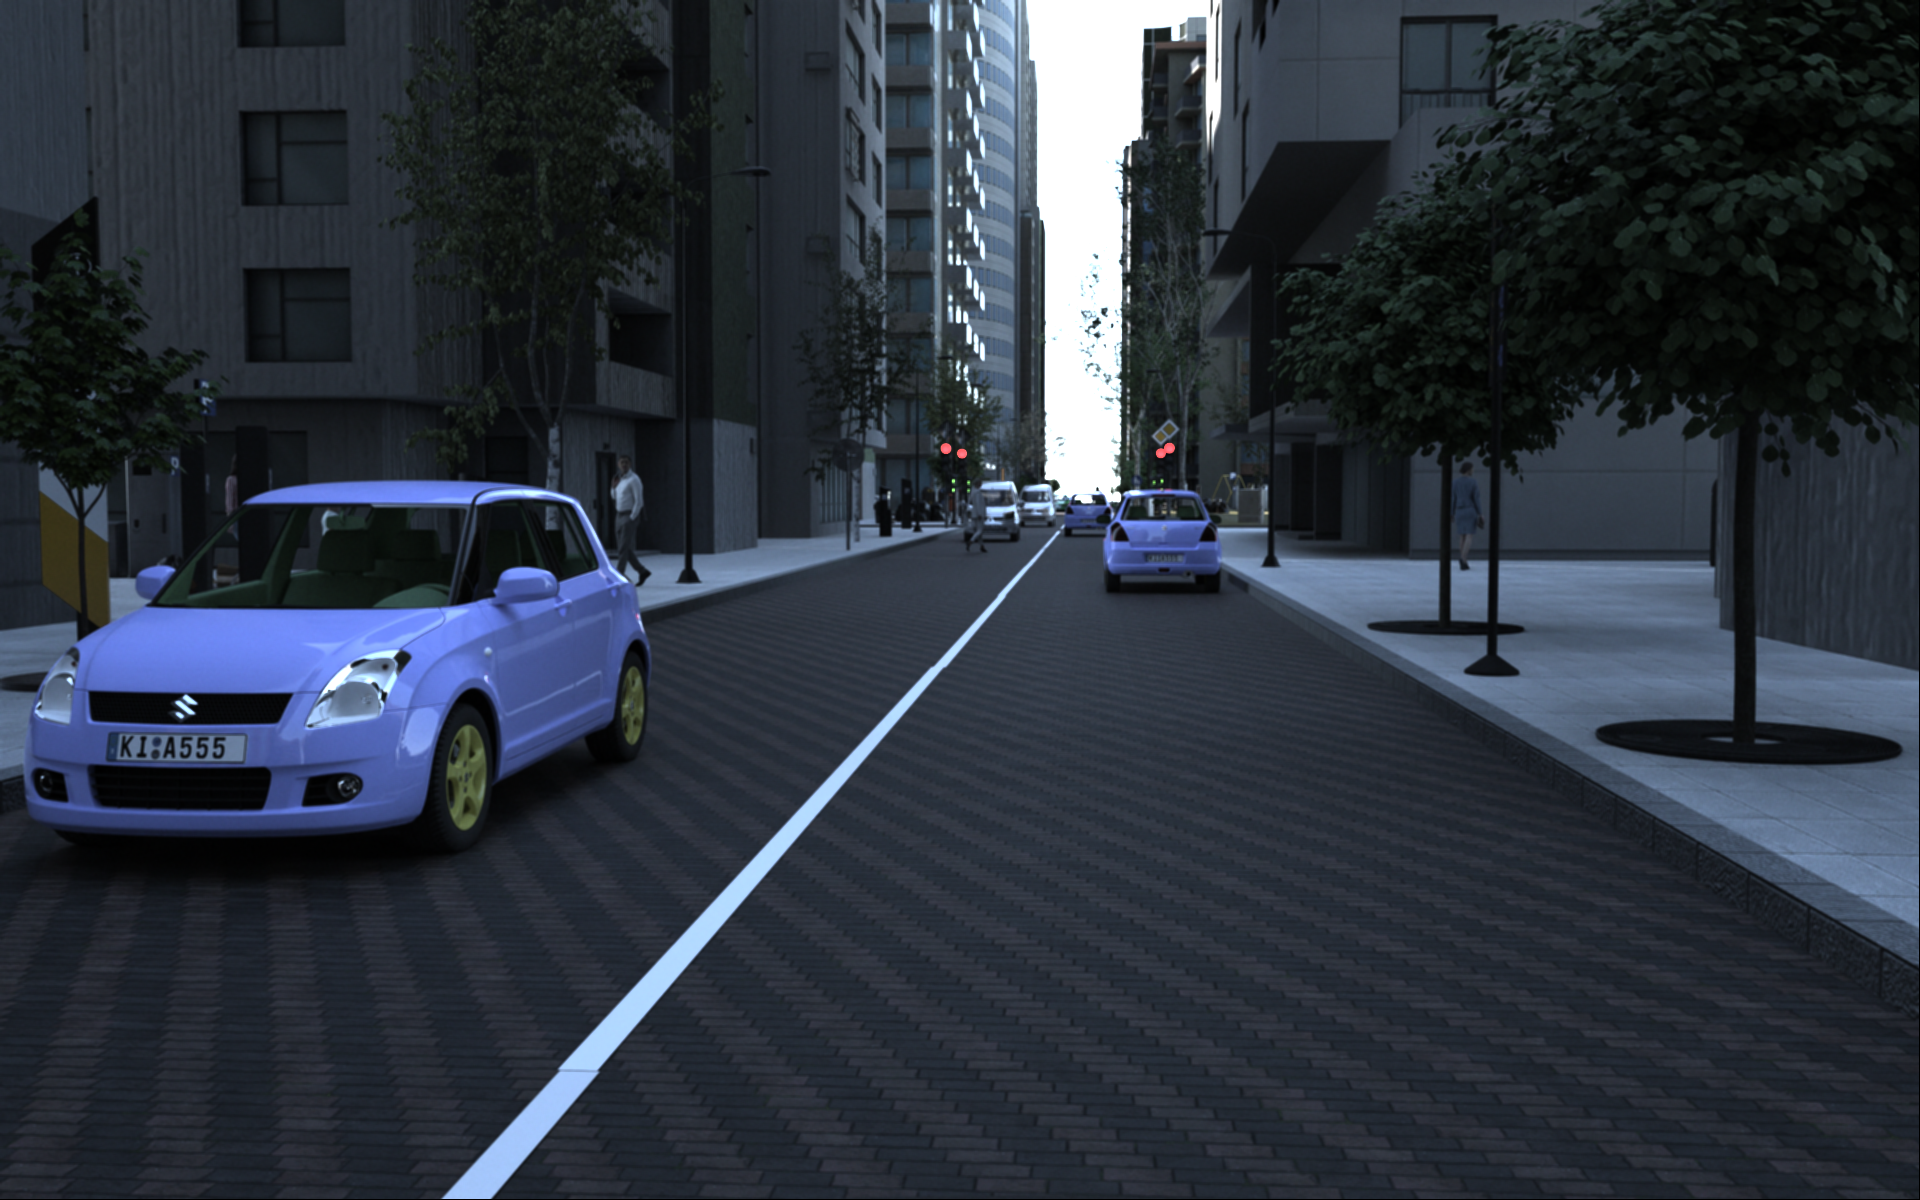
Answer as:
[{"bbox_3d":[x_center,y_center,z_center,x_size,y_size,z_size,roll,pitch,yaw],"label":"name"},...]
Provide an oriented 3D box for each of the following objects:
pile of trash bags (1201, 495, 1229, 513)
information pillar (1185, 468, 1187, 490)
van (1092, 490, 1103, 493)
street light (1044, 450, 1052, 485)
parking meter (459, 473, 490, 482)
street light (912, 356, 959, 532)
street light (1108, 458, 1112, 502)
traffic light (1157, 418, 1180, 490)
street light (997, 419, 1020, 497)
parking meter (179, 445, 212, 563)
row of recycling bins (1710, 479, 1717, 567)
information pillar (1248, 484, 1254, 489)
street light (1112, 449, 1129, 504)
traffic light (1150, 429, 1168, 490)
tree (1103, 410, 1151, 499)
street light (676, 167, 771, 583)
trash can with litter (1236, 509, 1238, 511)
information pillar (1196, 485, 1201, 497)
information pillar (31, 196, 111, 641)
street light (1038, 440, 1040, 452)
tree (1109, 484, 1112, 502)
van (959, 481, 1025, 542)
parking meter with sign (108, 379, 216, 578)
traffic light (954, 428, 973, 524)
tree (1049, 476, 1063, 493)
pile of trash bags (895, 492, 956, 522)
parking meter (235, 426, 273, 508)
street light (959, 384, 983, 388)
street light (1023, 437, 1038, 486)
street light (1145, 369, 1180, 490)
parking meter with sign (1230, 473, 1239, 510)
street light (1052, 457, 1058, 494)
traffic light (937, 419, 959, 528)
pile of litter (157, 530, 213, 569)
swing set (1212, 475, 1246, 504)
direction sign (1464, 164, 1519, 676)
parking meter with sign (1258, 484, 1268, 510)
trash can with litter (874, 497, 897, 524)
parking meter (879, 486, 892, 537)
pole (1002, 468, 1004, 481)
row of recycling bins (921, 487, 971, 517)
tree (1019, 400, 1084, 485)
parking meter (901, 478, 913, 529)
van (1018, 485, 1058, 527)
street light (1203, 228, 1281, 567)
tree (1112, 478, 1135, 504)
[{"bbox_3d":[17.486,-6.464,115.444,3.447,1.369,1.912,0,4,2],"label":"pile of trash bags"},{"bbox_3d":[18.063,-9.069,139.639,0.504,3.616,0.183,2,4,25],"label":"information pillar"},{"bbox_3d":[22.245,-16.847,279.829,2.240,2.365,5.245,0,4,6],"label":"van"},{"bbox_3d":[8.660,-12.886,183.222,1.470,5.913,1.316,0,4,4],"label":"street light"},{"bbox_3d":[-5.992,-0.795,21.413,0.372,1.533,0.369,0,3,0],"label":"parking meter"},{"bbox_3d":[-0.894,-5.248,58.342,1.470,5.913,1.316,0,4,4],"label":"street light"},{"bbox_3d":[17.177,-13.280,189.666,1.470,5.913,1.316,0,4,4],"label":"street light"},{"bbox_3d":[7.756,-4.620,64.463,0.839,4.253,0.868,0,4,4],"label":"traffic light"},{"bbox_3d":[2.898,-8.216,106.870,1.470,5.913,1.316,0,4,4],"label":"street light"},{"bbox_3d":[-8.428,-0.820,19.122,0.255,1.863,0.399,-1,4,-13],"label":"parking meter"},{"bbox_3d":[15.050,-1.445,30.745,3.534,1.692,1.069,0,4,-7],"label":"row of recycling bins"},{"bbox_3d":[20.633,-7.240,122.869,0.304,2.012,0.304,-2,4,-35],"label":"information pillar"},{"bbox_3d":[14.633,-11.219,155.973,1.470,5.913,1.316,0,4,4],"label":"street light"},{"bbox_3d":[8.364,-5.107,72.425,0.839,4.253,0.868,0,4,4],"label":"traffic light"},{"bbox_3d":[14.741,-12.240,150.492,4.737,8.622,4.395,0,3,0],"label":"tree"},{"bbox_3d":[-3.382,-3.196,24.801,1.470,5.913,1.316,0,4,4],"label":"street light"},{"bbox_3d":[21.540,-7.303,130.463,2.233,1.210,1.678,1,4,18],"label":"trash can with litter"},{"bbox_3d":[19.827,-8.542,144.150,0.304,2.012,0.304,0,4,-7],"label":"information pillar"},{"bbox_3d":[-6.996,-1.365,13.667,0.504,3.616,0.183,-1,4,-15],"label":"information pillar"},{"bbox_3d":[6.155,-10.824,149.521,1.470,5.913,1.316,0,4,4],"label":"street light"},{"bbox_3d":[21.426,-14.421,230.385,1.663,3.219,1.824,0,3,0],"label":"tree"},{"bbox_3d":[1.015,-2.849,53.589,2.013,2.044,4.112,0,4,3],"label":"van"},{"bbox_3d":[-12.328,-1.848,26.481,1.738,3.016,0.543,0,4,1],"label":"parking meter with sign"},{"bbox_3d":[0.126,-5.145,73.036,0.839,4.253,0.868,0,4,4],"label":"traffic light"},{"bbox_3d":[16.526,-19.794,307.352,4.285,4.588,4.351,0,3,0],"label":"tree"},{"bbox_3d":[-1.375,-4.348,80.849,1.912,1.369,3.447,3,5,43],"label":"pile of trash bags"},{"bbox_3d":[-6.114,-0.571,15.051,0.255,1.863,0.399,-1,4,-15],"label":"parking meter"},{"bbox_3d":[0.272,-6.146,73.029,1.470,5.913,1.316,0,4,4],"label":"street light"},{"bbox_3d":[5.348,-10.267,140.413,1.470,5.913,1.316,0,4,4],"label":"street light"},{"bbox_3d":[7.585,-5.622,64.463,1.470,5.913,1.316,0,4,4],"label":"street light"},{"bbox_3d":[22.460,-8.861,141.139,0.543,3.016,1.738,2,4,24],"label":"parking meter with sign"},{"bbox_3d":[12.337,-15.879,232.162,1.470,5.913,1.316,0,4,4],"label":"street light"},{"bbox_3d":[-0.483,-4.658,65.074,0.839,4.253,0.868,0,4,4],"label":"traffic light"},{"bbox_3d":[-10.387,-0.605,23.851,1.719,0.858,1.176,-1,4,-20],"label":"pile of litter"},{"bbox_3d":[22.689,-9.030,145.254,2.862,2.851,3.119,3,4,36],"label":"swing set"},{"bbox_3d":[3.796,-1.239,12.257,0.379,3.537,0.876,1,4,11],"label":"direction sign"},{"bbox_3d":[23.719,-8.525,135.645,1.738,3.016,0.543,3,5,42],"label":"parking meter with sign"},{"bbox_3d":[-3.190,-3.861,74.522,1.055,1.170,0.624,2,4,32],"label":"trash can with litter"},{"bbox_3d":[-2.251,-2.693,52.446,0.372,1.533,0.369,0,3,0],"label":"parking meter"},{"bbox_3d":[3.390,-8.755,136.982,0.158,3.312,0.155,0,3,0],"label":"pole"},{"bbox_3d":[-0.447,-5.482,96.746,3.534,1.692,1.069,1,4,13],"label":"row of recycling bins"},{"bbox_3d":[10.925,-19.242,224.972,12.009,13.543,11.850,0,3,0],"label":"tree"},{"bbox_3d":[-1.966,-3.574,64.154,0.399,1.863,0.255,-1,4,-11],"label":"parking meter"},{"bbox_3d":[3.395,-4.290,77.160,2.013,2.044,4.112,0,4,5],"label":"van"},{"bbox_3d":[4.946,-3.540,30.423,1.470,5.913,1.316,0,4,4],"label":"street light"},{"bbox_3d":[16.884,-11.049,175.258,1.663,3.219,1.824,0,3,0],"label":"tree"}]
